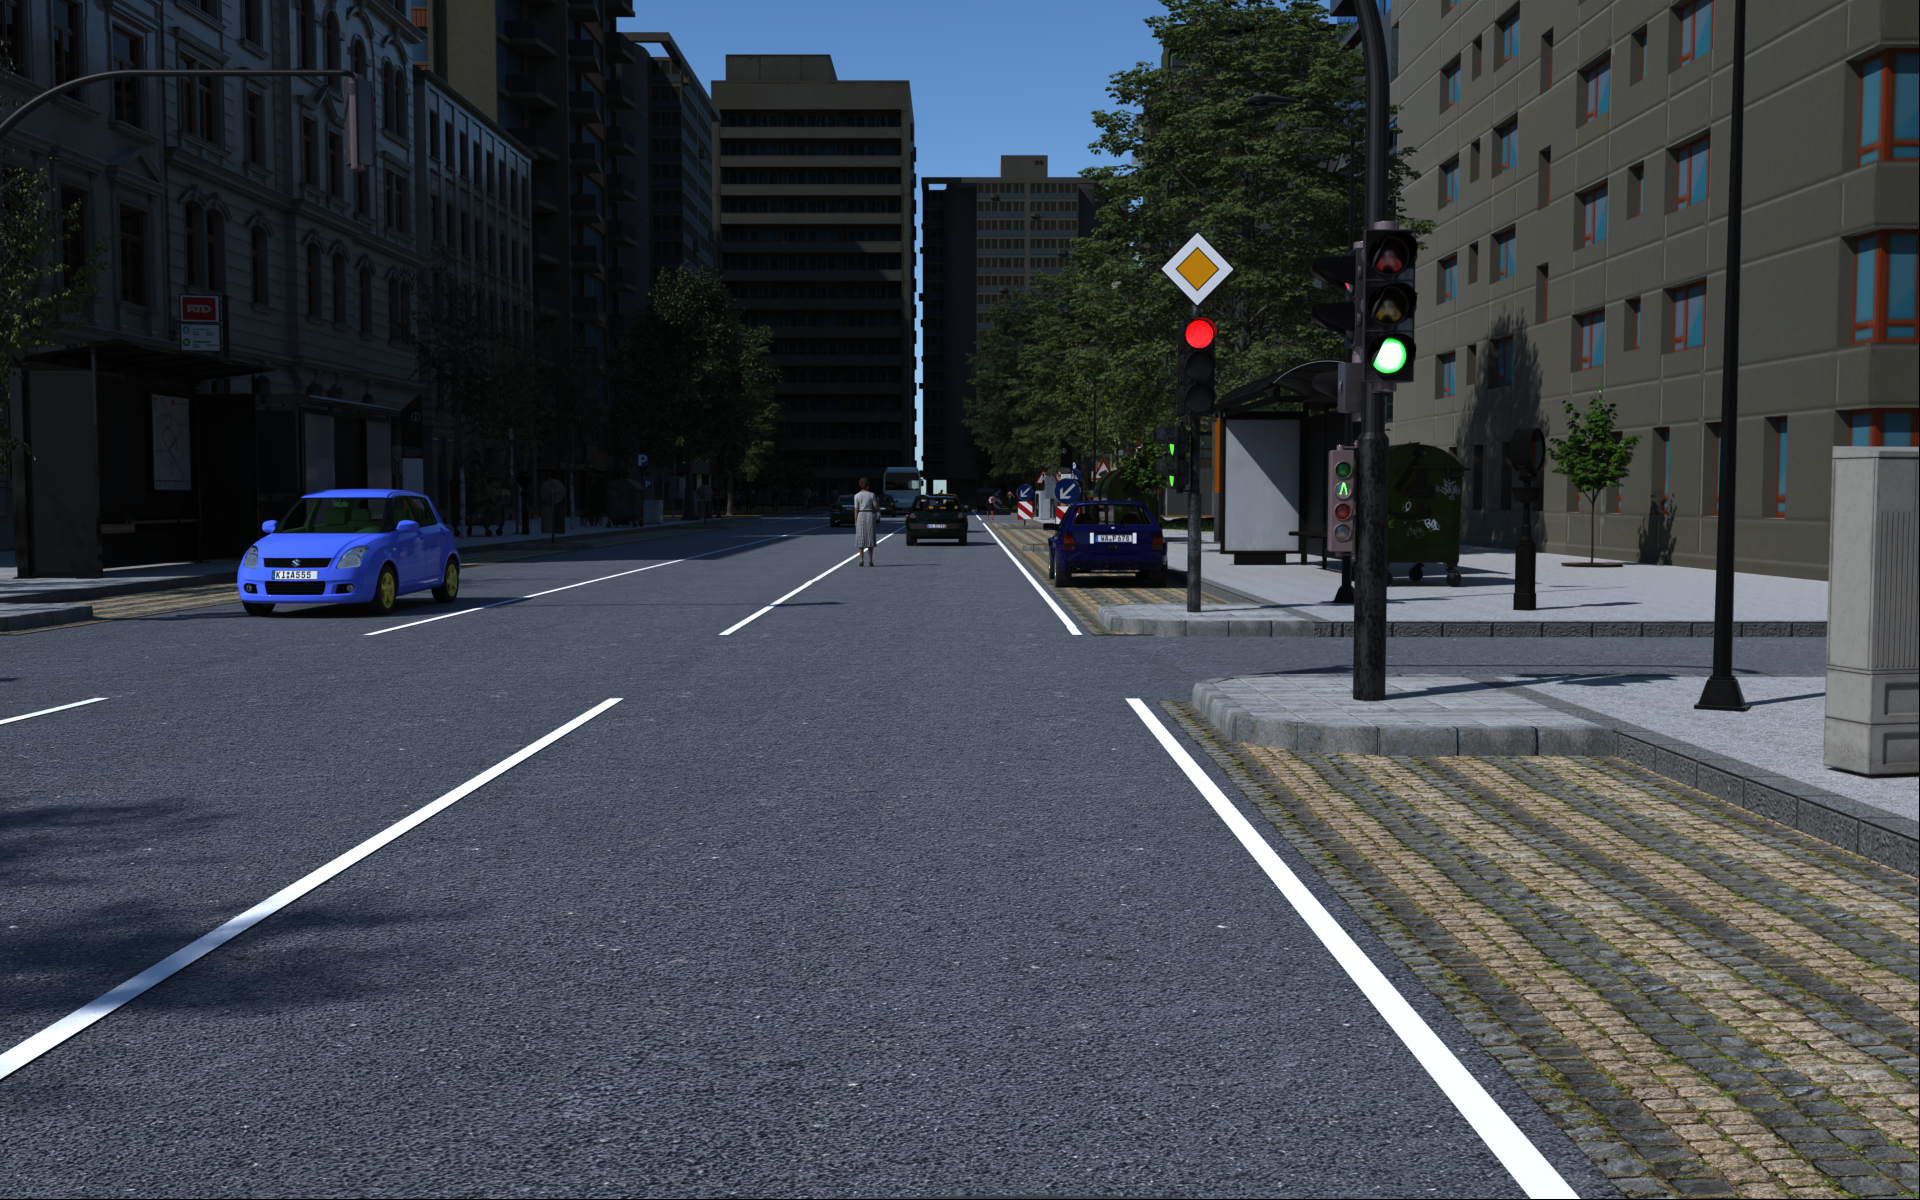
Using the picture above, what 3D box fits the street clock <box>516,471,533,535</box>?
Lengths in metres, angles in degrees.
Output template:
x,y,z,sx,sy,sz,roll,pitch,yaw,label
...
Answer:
x,y,z,sx,sy,sz,roll,pitch,yaw,label
-13.746,-3.069,54.749,0.471,2.002,0.358,0,4,4,street clock

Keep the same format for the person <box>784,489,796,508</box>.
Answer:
x,y,z,sx,sy,sz,roll,pitch,yaw,label
-15.795,-9.409,160.702,1.217,1.723,0.721,0,4,1,person

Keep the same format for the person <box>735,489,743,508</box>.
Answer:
x,y,z,sx,sy,sz,roll,pitch,yaw,label
-21.257,-9.731,165.286,1.348,1.807,0.705,-3,5,-44,person

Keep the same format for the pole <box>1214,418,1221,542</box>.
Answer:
x,y,z,sx,sy,sz,roll,pitch,yaw,label
6.942,-3.221,46.514,0.158,3.312,0.155,0,3,0,pole

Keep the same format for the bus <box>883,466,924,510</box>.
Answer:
x,y,z,sx,sy,sz,roll,pitch,yaw,label
-4.082,-7.916,124.291,2.948,3.499,13.247,0,4,-1,bus

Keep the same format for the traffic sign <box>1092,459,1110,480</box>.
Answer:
x,y,z,sx,sy,sz,roll,pitch,yaw,label
5.386,-3.977,65.026,0.884,2.594,0.081,1,4,9,traffic sign

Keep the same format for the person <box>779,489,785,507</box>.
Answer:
x,y,z,sx,sy,sz,roll,pitch,yaw,label
-17.462,-9.953,169.494,0.721,1.735,1.217,1,4,20,person

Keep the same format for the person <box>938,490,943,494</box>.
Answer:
x,y,z,sx,sy,sz,roll,pitch,yaw,label
-1.520,-7.547,132.336,0.683,1.767,0.568,0,4,2,person

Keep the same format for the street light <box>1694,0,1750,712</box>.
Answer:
x,y,z,sx,sy,sz,roll,pitch,yaw,label
4.026,-2.304,10.212,1.470,5.913,1.316,0,3,0,street light

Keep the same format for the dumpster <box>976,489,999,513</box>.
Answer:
x,y,z,sx,sy,sz,roll,pitch,yaw,label
2.155,-7.665,133.538,1.865,1.857,1.264,0,4,1,dumpster

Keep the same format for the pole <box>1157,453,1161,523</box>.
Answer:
x,y,z,sx,sy,sz,roll,pitch,yaw,label
5.751,-3.469,50.557,0.158,3.312,0.155,0,3,0,pole

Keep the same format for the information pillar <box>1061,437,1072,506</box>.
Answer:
x,y,z,sx,sy,sz,roll,pitch,yaw,label
4.356,-4.882,71.176,0.504,3.616,0.183,2,4,30,information pillar

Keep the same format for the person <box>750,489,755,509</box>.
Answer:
x,y,z,sx,sy,sz,roll,pitch,yaw,label
-18.227,-8.875,151.021,0.599,1.838,0.709,0,4,4,person

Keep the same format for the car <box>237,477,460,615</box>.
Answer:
x,y,z,sx,sy,sz,roll,pitch,yaw,label
-7.569,-0.735,21.617,1.945,1.707,3.694,0,4,1,car

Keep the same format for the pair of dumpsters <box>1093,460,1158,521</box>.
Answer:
x,y,z,sx,sy,sz,roll,pitch,yaw,label
4.647,-2.788,48.074,1.574,2.255,4.437,0,3,0,pair of dumpsters

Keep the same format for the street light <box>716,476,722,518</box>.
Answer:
x,y,z,sx,sy,sz,roll,pitch,yaw,label
-12.360,-7.338,92.524,1.470,5.913,1.316,0,3,0,street light

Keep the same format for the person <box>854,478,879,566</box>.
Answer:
x,y,z,sx,sy,sz,roll,pitch,yaw,label
-1.841,-1.543,34.305,0.480,1.755,0.524,0,4,2,person

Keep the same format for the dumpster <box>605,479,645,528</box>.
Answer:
x,y,z,sx,sy,sz,roll,pitch,yaw,label
-12.948,-3.737,66.860,1.264,1.857,1.865,0,3,0,dumpster

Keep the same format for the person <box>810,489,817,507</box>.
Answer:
x,y,z,sx,sy,sz,roll,pitch,yaw,label
-14.057,-9.845,167.092,0.705,1.814,1.350,-2,4,-33,person

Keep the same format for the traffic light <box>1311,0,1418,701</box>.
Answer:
x,y,z,sx,sy,sz,roll,pitch,yaw,label
0.440,-2.197,10.594,4.771,5.953,1.251,0,3,0,traffic light

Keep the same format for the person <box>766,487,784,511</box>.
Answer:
x,y,z,sx,sy,sz,roll,pitch,yaw,label
-13.970,-7.639,130.951,1.348,1.822,0.705,0,4,-1,person

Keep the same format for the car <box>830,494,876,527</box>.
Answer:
x,y,z,sx,sy,sz,roll,pitch,yaw,label
-4.728,-3.966,76.649,2.131,1.459,4.920,0,3,0,car

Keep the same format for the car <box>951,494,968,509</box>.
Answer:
x,y,z,sx,sy,sz,roll,pitch,yaw,label
-0.684,-3.390,65.642,2.015,1.641,3.980,0,4,-1,car

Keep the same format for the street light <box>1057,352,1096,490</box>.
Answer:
x,y,z,sx,sy,sz,roll,pitch,yaw,label
3.887,-5.162,56.944,1.470,5.913,1.316,0,3,0,street light

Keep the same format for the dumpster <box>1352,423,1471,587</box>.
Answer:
x,y,z,sx,sy,sz,roll,pitch,yaw,label
6.283,-1.354,24.635,1.502,2.255,1.985,0,3,0,dumpster

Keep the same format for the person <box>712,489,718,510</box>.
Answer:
x,y,z,sx,sy,sz,roll,pitch,yaw,label
-19.490,-8.035,138.355,0.756,1.711,0.436,-2,4,-31,person

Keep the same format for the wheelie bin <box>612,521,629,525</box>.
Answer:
x,y,z,sx,sy,sz,roll,pitch,yaw,label
-14.072,-3.901,71.692,0.693,1.594,0.980,-2,4,-34,wheelie bin

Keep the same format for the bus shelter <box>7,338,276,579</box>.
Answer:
x,y,z,sx,sy,sz,roll,pitch,yaw,label
-13.580,-2.323,29.272,1.731,3.624,6.357,0,4,0,bus shelter

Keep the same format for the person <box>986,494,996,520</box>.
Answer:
x,y,z,sx,sy,sz,roll,pitch,yaw,label
1.747,-5.167,96.175,0.799,1.438,0.628,2,4,31,person

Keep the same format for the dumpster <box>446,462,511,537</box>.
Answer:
x,y,z,sx,sy,sz,roll,pitch,yaw,label
-14.627,-3.064,52.595,1.502,2.255,1.985,0,3,0,dumpster

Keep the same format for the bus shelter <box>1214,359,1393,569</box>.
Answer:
x,y,z,sx,sy,sz,roll,pitch,yaw,label
5.503,-2.129,28.727,2.014,3.302,5.546,0,4,0,bus shelter

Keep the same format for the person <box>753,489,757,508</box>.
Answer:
x,y,z,sx,sy,sz,roll,pitch,yaw,label
-19.353,-9.499,161.871,0.721,1.766,1.217,3,4,37,person

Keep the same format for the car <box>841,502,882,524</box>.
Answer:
x,y,z,sx,sy,sz,roll,pitch,yaw,label
-4.881,-4.456,84.856,2.014,1.417,4.499,0,4,2,car

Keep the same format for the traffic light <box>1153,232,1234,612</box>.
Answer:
x,y,z,sx,sy,sz,roll,pitch,yaw,label
2.526,-1.823,18.722,0.839,4.253,0.868,0,3,0,traffic light

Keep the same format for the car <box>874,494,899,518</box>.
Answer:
x,y,z,sx,sy,sz,roll,pitch,yaw,label
-4.814,-5.947,107.014,2.009,1.686,4.222,0,4,-1,car

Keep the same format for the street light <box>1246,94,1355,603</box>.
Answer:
x,y,z,sx,sy,sz,roll,pitch,yaw,label
4.028,-2.921,20.308,1.470,5.913,1.316,0,3,0,street light

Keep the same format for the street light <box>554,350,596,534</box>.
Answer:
x,y,z,sx,sy,sz,roll,pitch,yaw,label
-12.416,-5.098,55.887,1.470,5.913,1.316,0,3,0,street light

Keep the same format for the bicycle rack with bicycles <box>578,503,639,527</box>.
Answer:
x,y,z,sx,sy,sz,roll,pitch,yaw,label
-14.187,-3.421,69.312,2.852,0.926,2.925,1,4,10,bicycle rack with bicycles

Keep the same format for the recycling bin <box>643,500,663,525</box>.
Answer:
x,y,z,sx,sy,sz,roll,pitch,yaw,label
-12.990,-3.718,73.336,0.722,1.027,0.722,0,4,3,recycling bin

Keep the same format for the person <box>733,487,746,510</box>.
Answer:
x,y,z,sx,sy,sz,roll,pitch,yaw,label
-17.341,-7.927,135.731,1.350,1.814,0.705,-1,4,-20,person

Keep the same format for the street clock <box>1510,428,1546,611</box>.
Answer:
x,y,z,sx,sy,sz,roll,pitch,yaw,label
6.253,-0.890,19.120,0.358,2.002,0.471,3,5,39,street clock

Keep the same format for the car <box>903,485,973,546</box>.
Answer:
x,y,z,sx,sy,sz,roll,pitch,yaw,label
-0.644,-2.420,49.359,2.009,1.686,4.222,0,4,0,car

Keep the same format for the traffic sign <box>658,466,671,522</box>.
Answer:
x,y,z,sx,sy,sz,roll,pitch,yaw,label
-13.479,-4.798,78.549,0.768,2.556,0.104,1,4,9,traffic sign

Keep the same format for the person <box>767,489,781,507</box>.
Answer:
x,y,z,sx,sy,sz,roll,pitch,yaw,label
-17.998,-9.855,167.307,1.348,1.807,0.705,0,4,-5,person

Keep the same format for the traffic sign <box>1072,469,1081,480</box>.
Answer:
x,y,z,sx,sy,sz,roll,pitch,yaw,label
5.744,-5.343,87.459,0.768,2.556,0.104,1,4,9,traffic sign

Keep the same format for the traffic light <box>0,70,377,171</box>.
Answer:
x,y,z,sx,sy,sz,roll,pitch,yaw,label
-8.744,-2.695,18.733,4.771,5.953,1.251,0,3,0,traffic light

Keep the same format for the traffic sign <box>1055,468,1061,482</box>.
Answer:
x,y,z,sx,sy,sz,roll,pitch,yaw,label
4.999,-5.182,84.837,0.768,2.556,0.104,0,4,7,traffic sign

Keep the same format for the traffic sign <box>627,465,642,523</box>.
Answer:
x,y,z,sx,sy,sz,roll,pitch,yaw,label
-14.572,-4.752,77.698,0.884,2.594,0.081,0,4,1,traffic sign

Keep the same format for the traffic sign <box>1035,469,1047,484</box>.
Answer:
x,y,z,sx,sy,sz,roll,pitch,yaw,label
4.385,-5.570,91.070,0.884,2.594,0.081,0,4,5,traffic sign

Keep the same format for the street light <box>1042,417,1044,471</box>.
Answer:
x,y,z,sx,sy,sz,roll,pitch,yaw,label
3.969,-7.421,93.870,1.470,5.913,1.316,0,3,0,street light

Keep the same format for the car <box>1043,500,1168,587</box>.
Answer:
x,y,z,sx,sy,sz,roll,pitch,yaw,label
2.322,-0.929,27.768,1.945,1.354,3.894,0,4,1,car

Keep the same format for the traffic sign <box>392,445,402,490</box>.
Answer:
x,y,z,sx,sy,sz,roll,pitch,yaw,label
-14.646,-2.749,45.059,0.768,2.556,0.104,0,4,3,traffic sign

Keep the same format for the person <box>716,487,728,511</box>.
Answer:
x,y,z,sx,sy,sz,roll,pitch,yaw,label
-18.074,-7.690,131.789,1.348,1.823,0.705,1,4,9,person

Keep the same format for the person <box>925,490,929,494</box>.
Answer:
x,y,z,sx,sy,sz,roll,pitch,yaw,label
-2.966,-9.537,164.297,0.599,1.838,0.709,2,4,29,person

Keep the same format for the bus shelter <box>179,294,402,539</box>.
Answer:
x,y,z,sx,sy,sz,roll,pitch,yaw,label
-14.570,-3.665,37.554,2.179,5.291,8.768,0,3,0,bus shelter

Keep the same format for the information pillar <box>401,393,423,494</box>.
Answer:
x,y,z,sx,sy,sz,roll,pitch,yaw,label
-12.671,-2.983,40.126,0.504,3.616,0.183,-3,4,-37,information pillar

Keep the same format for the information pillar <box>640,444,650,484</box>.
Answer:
x,y,z,sx,sy,sz,roll,pitch,yaw,label
-14.462,-5.392,79.509,0.504,3.616,0.183,0,4,-4,information pillar

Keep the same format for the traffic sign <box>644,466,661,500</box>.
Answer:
x,y,z,sx,sy,sz,roll,pitch,yaw,label
-13.713,-4.719,77.259,0.768,2.556,0.104,1,4,8,traffic sign
